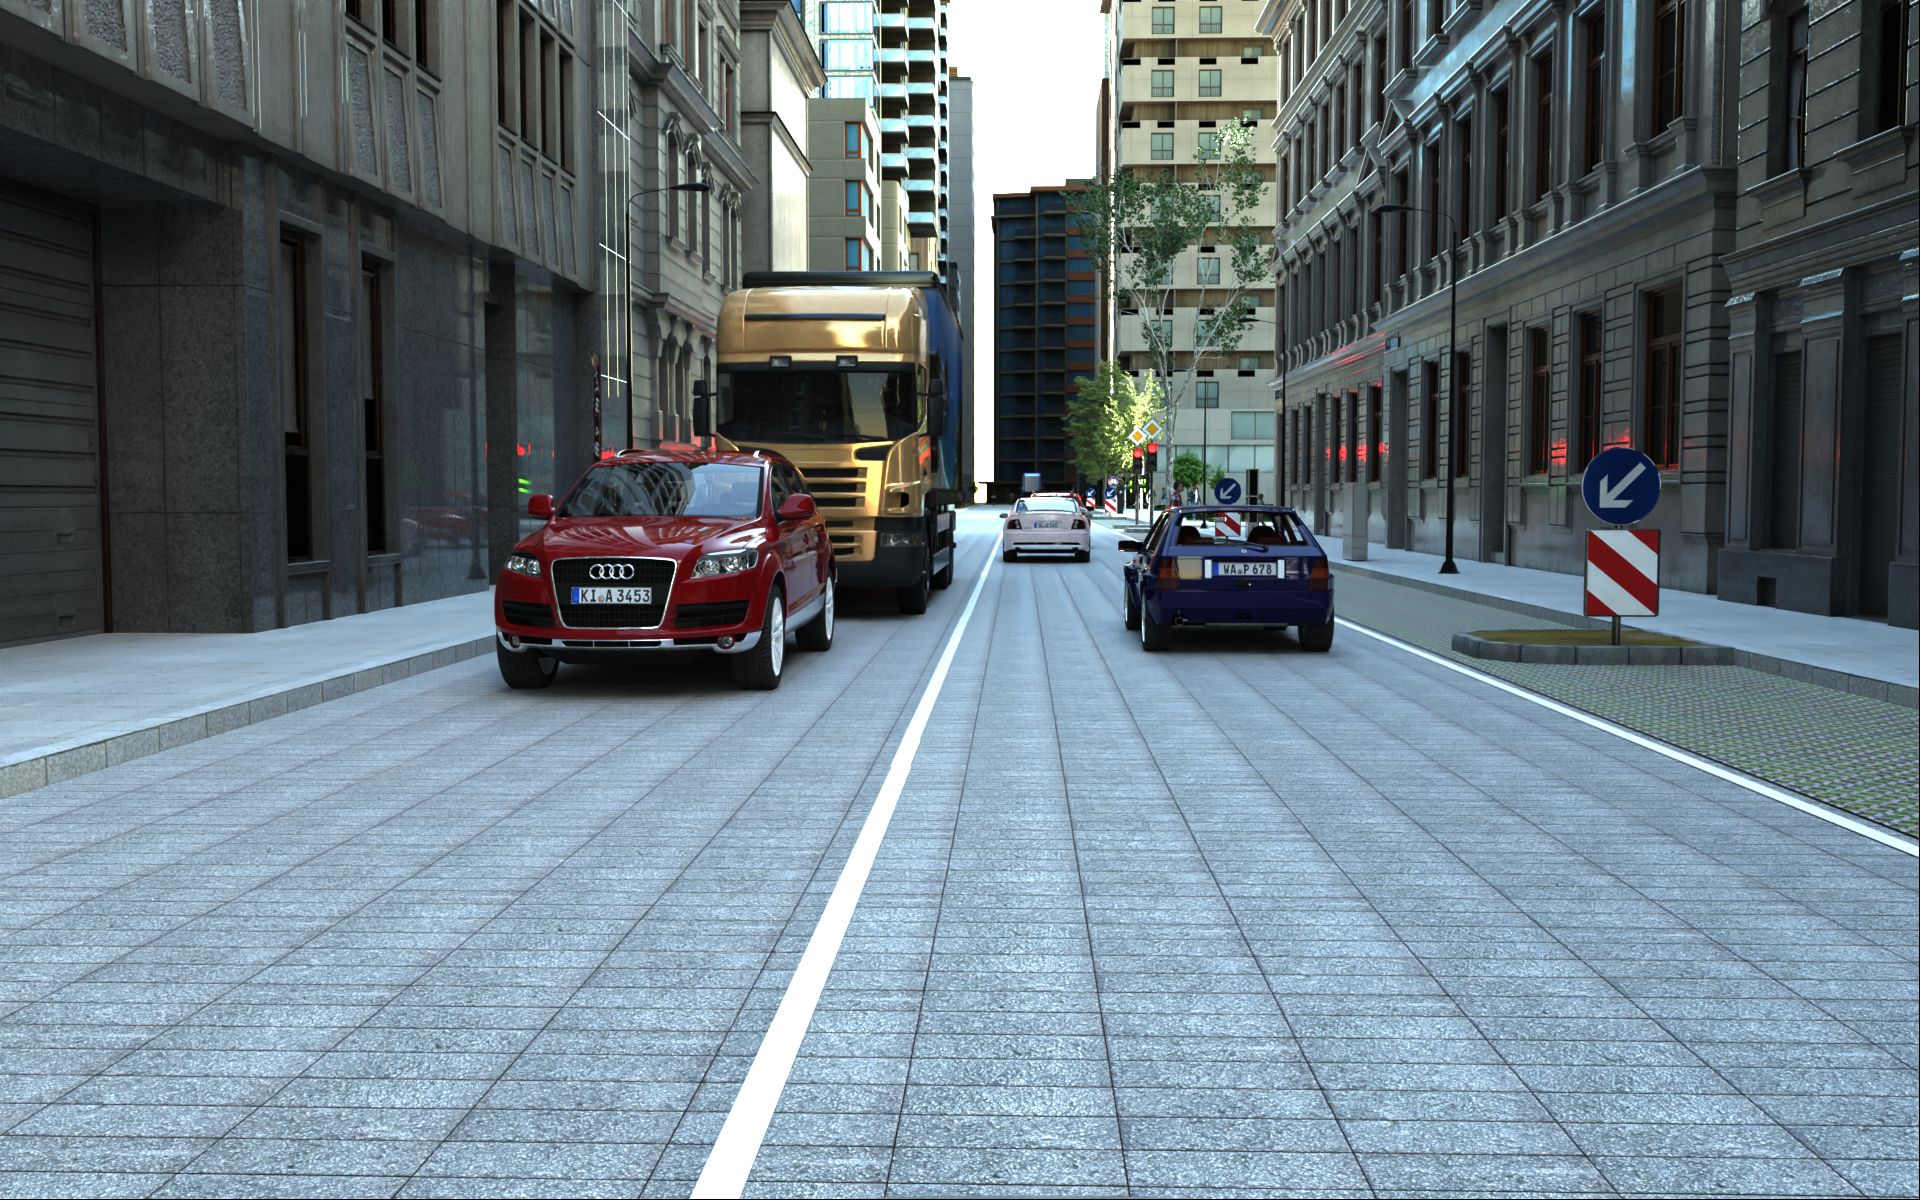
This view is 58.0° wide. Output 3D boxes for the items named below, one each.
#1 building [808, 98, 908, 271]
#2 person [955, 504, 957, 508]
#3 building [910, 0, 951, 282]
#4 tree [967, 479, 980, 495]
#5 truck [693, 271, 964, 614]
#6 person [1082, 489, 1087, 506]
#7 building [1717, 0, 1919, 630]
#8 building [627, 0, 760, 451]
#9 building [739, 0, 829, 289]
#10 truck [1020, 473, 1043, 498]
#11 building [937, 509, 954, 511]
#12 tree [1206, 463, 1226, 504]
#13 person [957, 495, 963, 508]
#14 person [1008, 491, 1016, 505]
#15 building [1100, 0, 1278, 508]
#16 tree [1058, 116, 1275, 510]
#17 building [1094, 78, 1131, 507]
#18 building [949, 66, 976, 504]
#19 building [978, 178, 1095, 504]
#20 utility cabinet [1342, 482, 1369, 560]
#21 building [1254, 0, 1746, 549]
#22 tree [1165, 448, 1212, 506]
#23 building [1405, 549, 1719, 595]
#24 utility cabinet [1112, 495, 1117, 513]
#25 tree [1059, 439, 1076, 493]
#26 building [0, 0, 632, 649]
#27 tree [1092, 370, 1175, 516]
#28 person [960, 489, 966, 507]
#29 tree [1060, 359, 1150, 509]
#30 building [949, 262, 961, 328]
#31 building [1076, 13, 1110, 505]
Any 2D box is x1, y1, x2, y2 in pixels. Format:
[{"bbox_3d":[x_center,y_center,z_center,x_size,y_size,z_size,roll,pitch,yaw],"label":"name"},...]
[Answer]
[{"bbox_3d":[-17.432,-15.027,90.724,27.650,21.520,28.899,0,4,2],"label":"building"},{"bbox_3d":[-0.565,-9.231,157.411,0.683,1.767,0.568,1,4,17],"label":"person"},{"bbox_3d":[-15.664,-34.998,161.462,28.713,52.752,27.495,0,4,2],"label":"building"},{"bbox_3d":[1.872,-13.765,219.662,1.663,3.219,1.824,0,3,0],"label":"tree"},{"bbox_3d":[-1.412,-2.152,24.101,2.839,4.237,11.283,0,4,2],"label":"truck"},{"bbox_3d":[13.364,-10.966,185.348,0.705,1.822,1.348,2,4,30],"label":"person"},{"bbox_3d":[13.566,-9.918,11.318,9.793,20.994,18.267,0,4,2],"label":"building"},{"bbox_3d":[-13.104,-15.531,41.319,14.401,28.519,23.554,0,4,2],"label":"building"},{"bbox_3d":[-14.599,-11.856,58.465,19.286,19.102,10.561,0,4,2],"label":"building"},{"bbox_3d":[9.095,-13.823,215.758,2.967,4.110,18.799,0,4,1],"label":"truck"},{"bbox_3d":[-11.396,-49.997,130.117,22.319,86.520,31.000,0,4,2],"label":"building"},{"bbox_3d":[16.519,-7.038,109.669,1.663,3.219,1.824,0,3,0],"label":"tree"},{"bbox_3d":[-0.194,-9.672,164.892,1.217,1.736,0.721,-2,4,-35],"label":"person"},{"bbox_3d":[6.554,-12.956,220.338,1.348,1.824,0.705,-2,4,-30],"label":"person"},{"bbox_3d":[27.953,-35.024,161.874,28.713,52.752,27.495,0,4,2],"label":"building"},{"bbox_3d":[11.657,-14.140,87.086,12.611,20.169,13.585,0,3,0],"label":"tree"},{"bbox_3d":[21.508,-32.615,183.368,14.600,45.320,14.200,0,4,2],"label":"building"},{"bbox_3d":[-11.974,-42.849,242.577,28.212,58.520,21.231,0,4,2],"label":"building"},{"bbox_3d":[17.199,-35.970,242.741,28.867,44.769,22.147,0,4,2],"label":"building"},{"bbox_3d":[7.670,-1.522,33.556,0.318,1.500,1.173,0,4,4],"label":"utility cabinet"},{"bbox_3d":[16.084,-13.226,52.408,11.583,22.565,21.152,0,4,2],"label":"building"},{"bbox_3d":[15.842,-8.400,121.054,4.285,4.588,4.351,0,3,0],"label":"tree"},{"bbox_3d":[14.791,-11.912,30.912,11.583,22.565,21.152,0,4,2],"label":"building"},{"bbox_3d":[10.689,-6.654,119.948,0.306,1.237,1.020,-1,4,-8],"label":"utility cabinet"},{"bbox_3d":[14.961,-16.808,225.177,4.360,8.622,3.978,0,3,0],"label":"tree"},{"bbox_3d":[-11.984,-12.323,19.506,12.078,24.808,19.932,0,4,2],"label":"building"},{"bbox_3d":[10.391,-9.223,101.156,4.737,8.622,4.395,0,3,0],"label":"tree"},{"bbox_3d":[0.285,-10.273,174.448,0.683,1.767,0.568,1,4,16],"label":"person"},{"bbox_3d":[12.293,-13.902,145.430,7.486,12.596,7.792,0,3,0],"label":"tree"},{"bbox_3d":[-6.937,-27.214,216.652,14.107,30.474,14.160,0,4,2],"label":"building"},{"bbox_3d":[25.582,-54.549,204.542,22.319,86.520,31.000,0,4,2],"label":"building"}]
